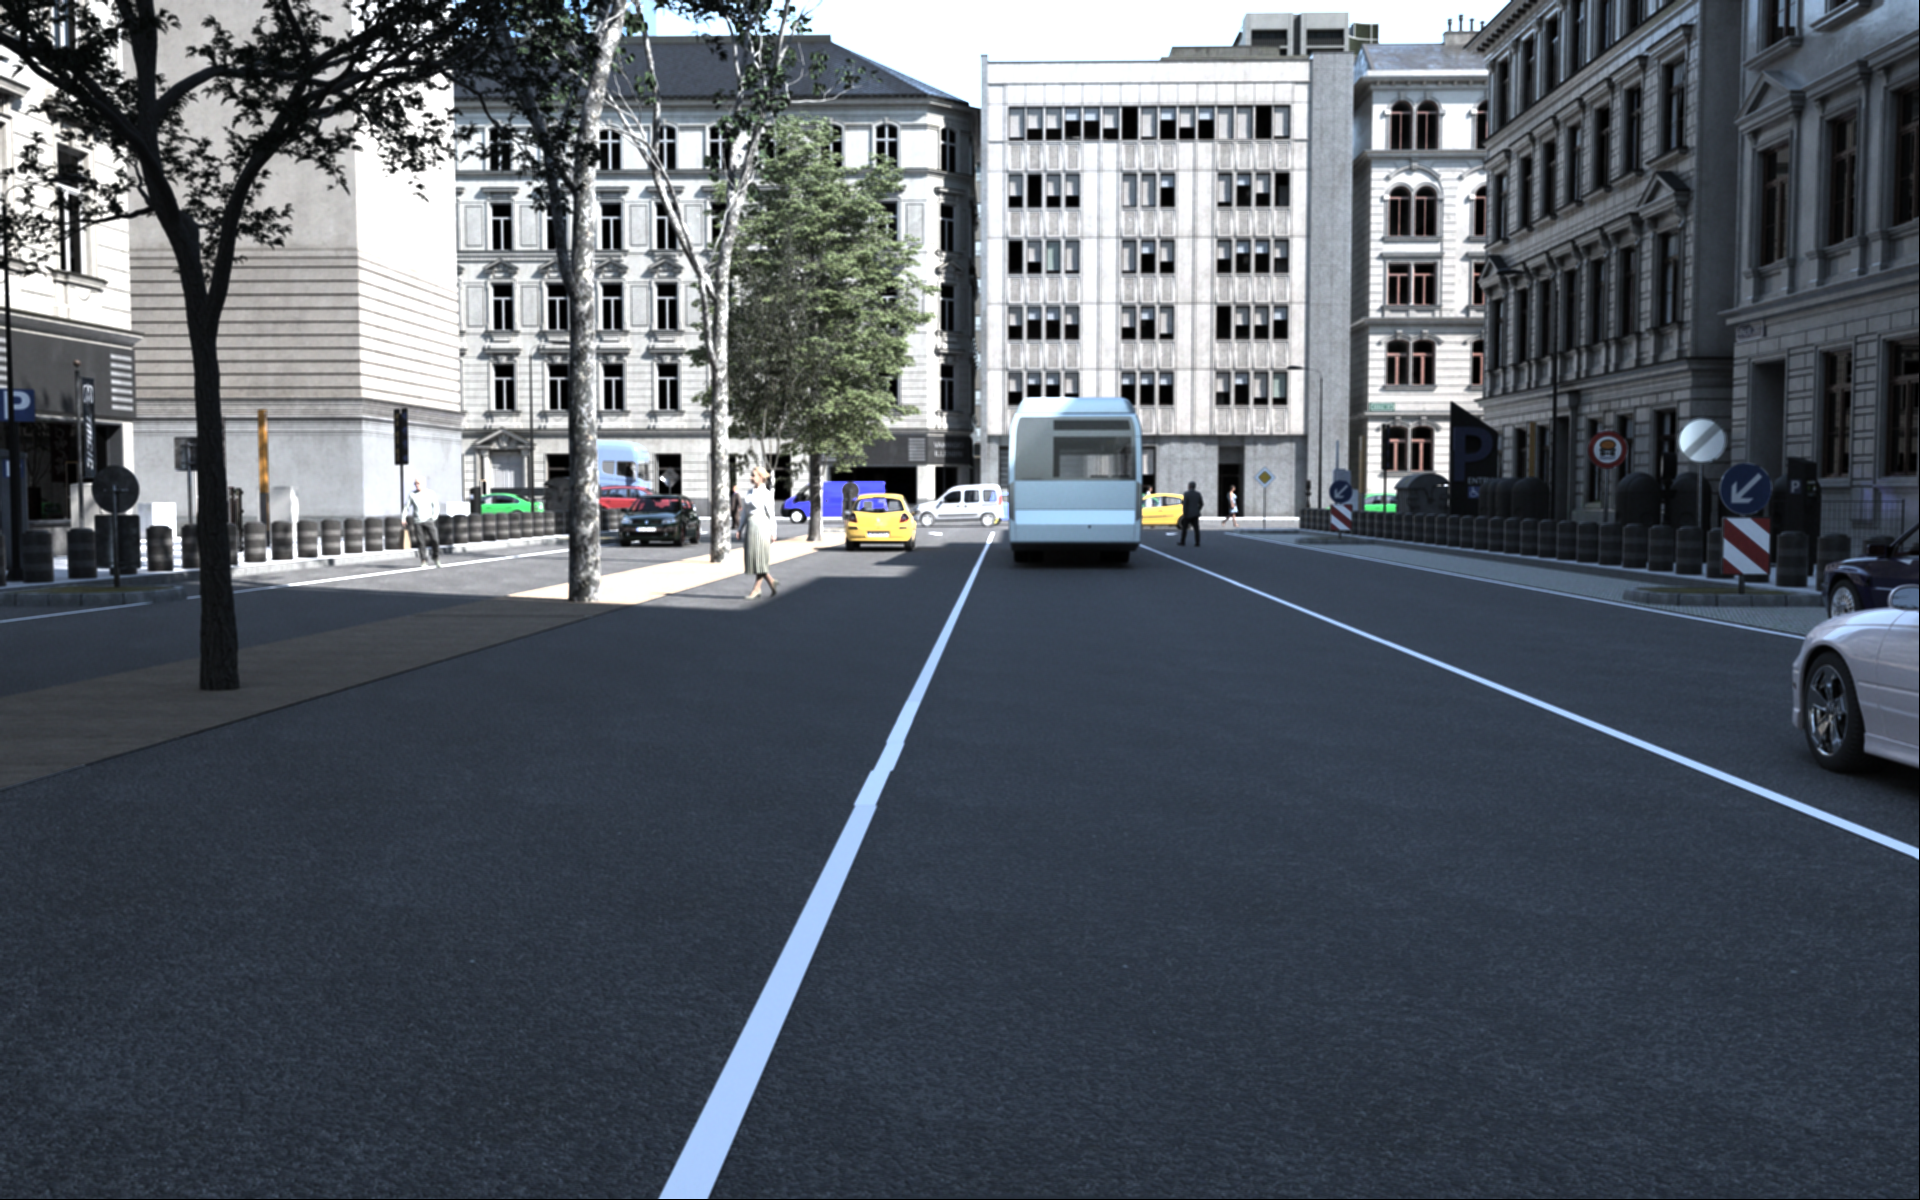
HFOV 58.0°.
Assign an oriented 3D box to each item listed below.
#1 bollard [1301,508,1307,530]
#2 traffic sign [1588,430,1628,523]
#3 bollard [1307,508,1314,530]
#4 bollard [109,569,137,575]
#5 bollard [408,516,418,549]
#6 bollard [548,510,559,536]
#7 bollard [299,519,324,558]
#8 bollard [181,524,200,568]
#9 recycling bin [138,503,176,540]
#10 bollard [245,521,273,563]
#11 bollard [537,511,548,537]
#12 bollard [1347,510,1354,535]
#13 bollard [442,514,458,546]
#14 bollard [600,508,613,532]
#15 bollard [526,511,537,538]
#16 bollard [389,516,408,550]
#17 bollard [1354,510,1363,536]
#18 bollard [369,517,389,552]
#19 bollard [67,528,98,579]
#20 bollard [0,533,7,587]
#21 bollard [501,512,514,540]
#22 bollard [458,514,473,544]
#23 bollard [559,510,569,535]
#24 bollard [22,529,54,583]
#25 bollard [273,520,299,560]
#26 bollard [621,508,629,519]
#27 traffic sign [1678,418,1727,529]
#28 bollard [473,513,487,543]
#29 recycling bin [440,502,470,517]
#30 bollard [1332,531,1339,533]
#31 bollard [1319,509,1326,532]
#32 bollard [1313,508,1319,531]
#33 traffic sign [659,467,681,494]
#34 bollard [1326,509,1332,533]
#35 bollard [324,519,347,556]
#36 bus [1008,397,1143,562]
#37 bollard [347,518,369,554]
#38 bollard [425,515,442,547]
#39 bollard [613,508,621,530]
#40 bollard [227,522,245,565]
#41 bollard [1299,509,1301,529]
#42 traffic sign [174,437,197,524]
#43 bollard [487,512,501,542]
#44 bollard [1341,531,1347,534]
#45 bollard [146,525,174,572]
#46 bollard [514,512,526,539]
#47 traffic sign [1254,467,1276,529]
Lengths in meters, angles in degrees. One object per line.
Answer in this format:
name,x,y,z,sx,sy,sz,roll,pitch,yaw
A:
bollard,12.688,-2.933,62.678,0.404,0.777,0.398,0,3,0
traffic sign,12.980,-2.121,34.789,0.768,2.556,0.104,1,4,10
bollard,12.646,-2.859,61.456,0.404,0.777,0.398,0,3,0
bollard,-13.345,-0.789,27.610,0.404,0.777,0.398,0,3,0
bollard,-12.954,-1.601,40.893,0.404,0.777,0.398,0,3,0
bollard,-12.600,-2.338,52.944,0.404,0.777,0.398,0,3,0
bollard,-13.131,-1.231,34.847,0.404,0.777,0.398,0,3,0
bollard,-13.277,-0.936,30.017,0.404,0.777,0.398,0,3,0
recycling bin,-22.565,-2.209,48.667,0.722,1.027,0.722,2,4,30
bollard,-13.204,-1.084,32.434,0.404,0.777,0.398,0,3,0
bollard,-12.628,-2.263,51.723,0.404,0.777,0.398,0,3,0
bollard,12.437,-2.417,54.236,0.404,0.777,0.398,0,3,0
bollard,-12.883,-1.748,43.295,0.404,0.777,0.398,0,3,0
bollard,-12.381,-2.780,60.174,0.404,0.777,0.398,0,3,0
bollard,-12.666,-2.190,50.522,0.404,0.777,0.398,0,3,0
bollard,-12.991,-1.528,39.692,0.404,0.777,0.398,0,3,0
bollard,12.399,-2.343,53.027,0.404,0.777,0.398,0,3,0
bollard,-13.025,-1.453,38.477,0.404,0.777,0.398,0,3,0
bollard,-13.383,-0.715,26.403,0.404,0.777,0.398,0,3,0
bollard,-13.452,-0.568,23.996,0.404,0.777,0.398,0,3,0
bollard,-12.736,-2.043,48.120,0.404,0.777,0.398,0,3,0
bollard,-12.845,-1.822,44.500,0.404,0.777,0.398,0,3,0
bollard,-12.563,-2.412,54.145,0.404,0.777,0.398,0,3,0
bollard,-13.418,-0.641,25.201,0.404,0.777,0.398,0,3,0
bollard,-13.166,-1.157,33.636,0.404,0.777,0.398,0,3,0
bollard,-12.308,-2.928,62.584,0.404,0.777,0.398,0,3,0
traffic sign,12.367,-1.764,28.941,0.768,2.556,0.104,1,4,11
bollard,-12.812,-1.895,45.701,0.404,0.777,0.398,0,3,0
recycling bin,-15.339,-2.450,52.615,0.722,1.027,0.722,-2,4,-34
bollard,12.507,-2.564,56.642,0.404,0.777,0.398,0,3,0
bollard,12.580,-2.712,59.054,0.404,0.777,0.398,0,3,0
bollard,12.613,-2.785,60.255,0.404,0.777,0.398,0,3,0
traffic sign,-10.656,-3.672,63.673,0.795,2.450,0.064,0,4,2
bollard,12.543,-2.638,57.844,0.404,0.777,0.398,0,3,0
bollard,-13.096,-1.305,36.058,0.404,0.777,0.398,0,3,0
bus,2.488,-2.736,39.590,2.948,3.499,13.247,0,4,3
bollard,-13.057,-1.380,37.276,0.404,0.777,0.398,0,3,0
bollard,-12.914,-1.674,42.094,0.404,0.777,0.398,0,3,0
bollard,-12.345,-2.854,61.380,0.404,0.777,0.398,0,3,0
bollard,-13.238,-1.010,31.228,0.404,0.777,0.398,0,3,0
bollard,12.725,-3.007,63.879,0.404,0.777,0.398,0,3,0
traffic sign,-13.791,-1.768,31.032,0.606,2.300,0.079,1,4,11
bollard,-12.774,-1.969,46.910,0.404,0.777,0.398,0,3,0
bollard,12.471,-2.491,55.438,0.404,0.777,0.398,0,3,0
bollard,-13.308,-0.862,28.811,0.404,0.777,0.398,0,3,0
bollard,-12.705,-2.116,49.321,0.404,0.777,0.398,0,3,0
traffic sign,11.078,-3.631,63.010,0.795,2.450,0.064,0,4,2
